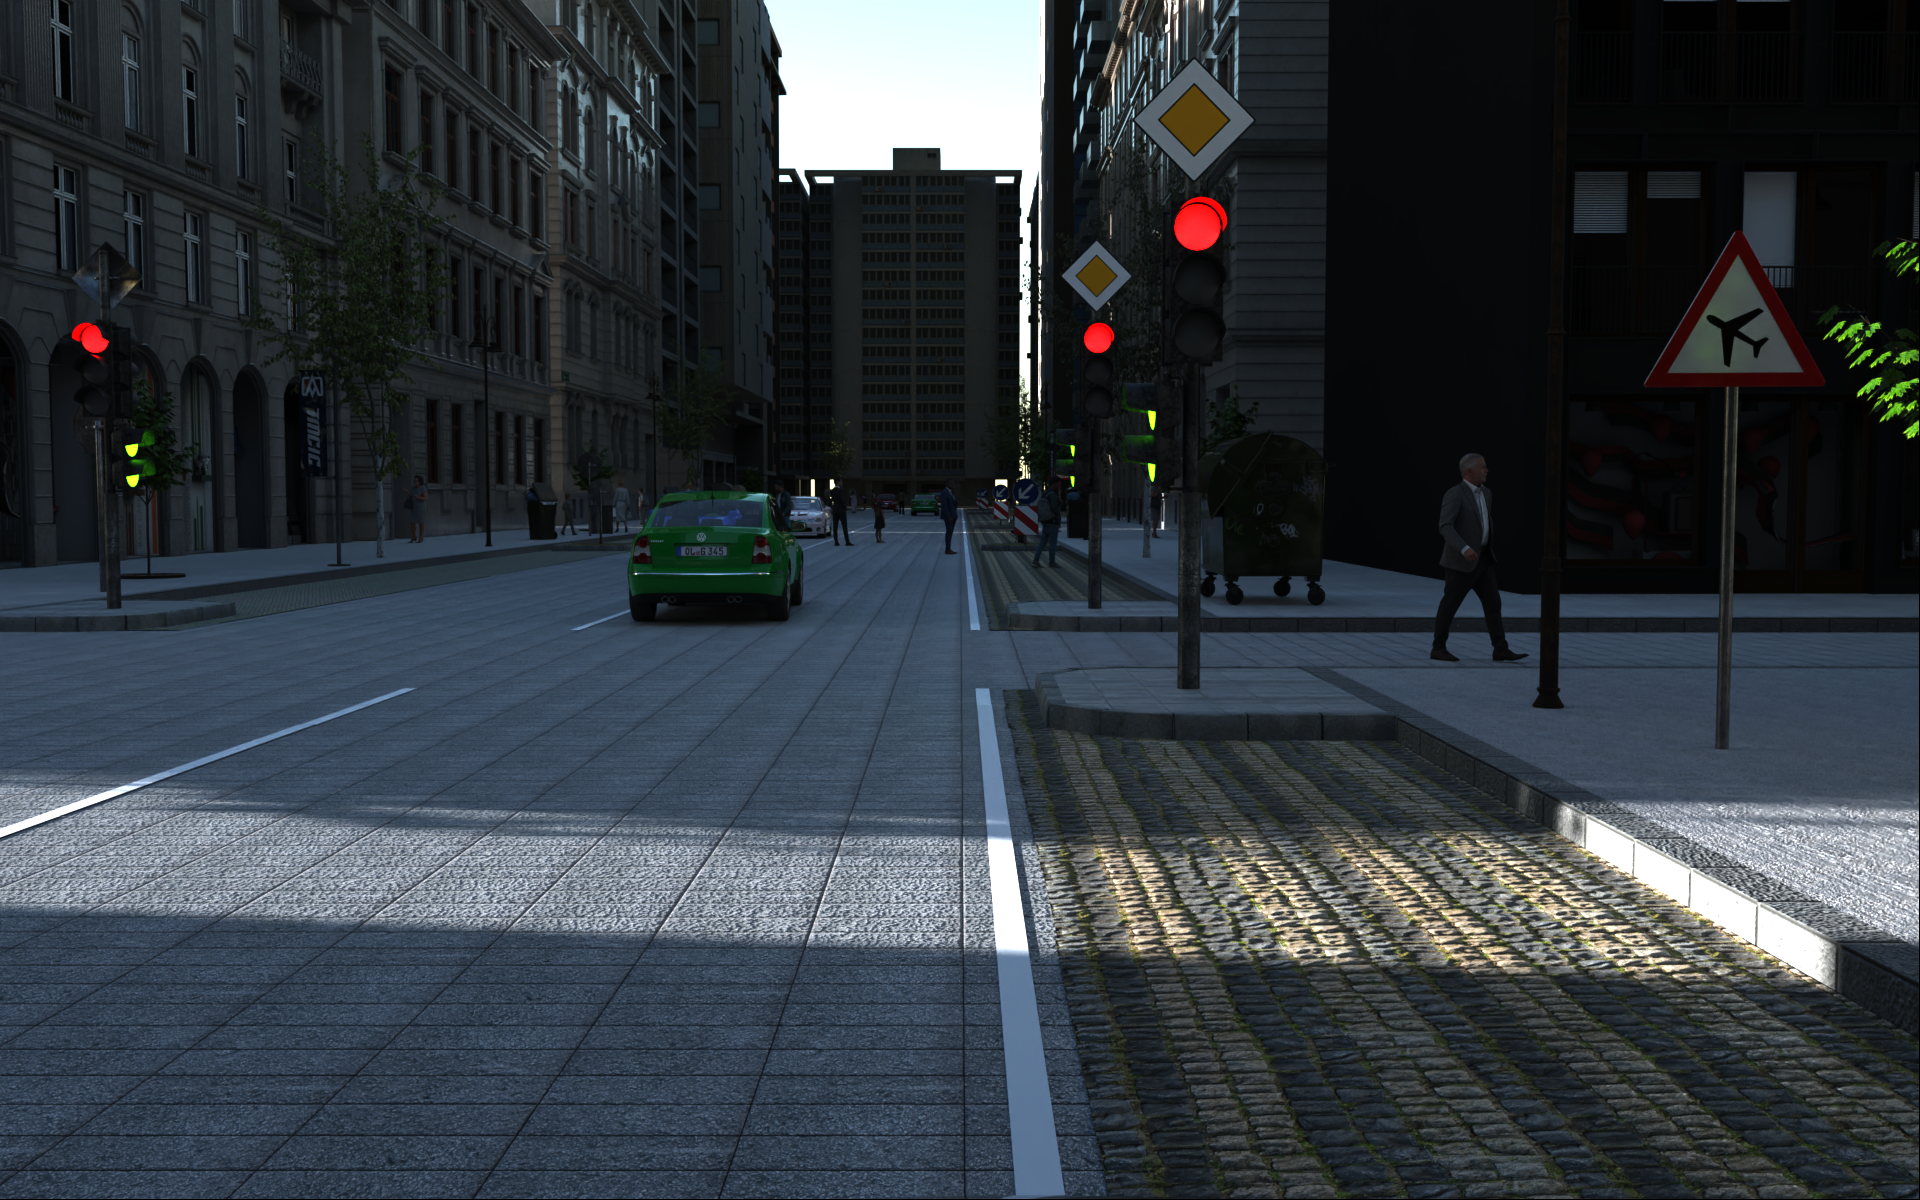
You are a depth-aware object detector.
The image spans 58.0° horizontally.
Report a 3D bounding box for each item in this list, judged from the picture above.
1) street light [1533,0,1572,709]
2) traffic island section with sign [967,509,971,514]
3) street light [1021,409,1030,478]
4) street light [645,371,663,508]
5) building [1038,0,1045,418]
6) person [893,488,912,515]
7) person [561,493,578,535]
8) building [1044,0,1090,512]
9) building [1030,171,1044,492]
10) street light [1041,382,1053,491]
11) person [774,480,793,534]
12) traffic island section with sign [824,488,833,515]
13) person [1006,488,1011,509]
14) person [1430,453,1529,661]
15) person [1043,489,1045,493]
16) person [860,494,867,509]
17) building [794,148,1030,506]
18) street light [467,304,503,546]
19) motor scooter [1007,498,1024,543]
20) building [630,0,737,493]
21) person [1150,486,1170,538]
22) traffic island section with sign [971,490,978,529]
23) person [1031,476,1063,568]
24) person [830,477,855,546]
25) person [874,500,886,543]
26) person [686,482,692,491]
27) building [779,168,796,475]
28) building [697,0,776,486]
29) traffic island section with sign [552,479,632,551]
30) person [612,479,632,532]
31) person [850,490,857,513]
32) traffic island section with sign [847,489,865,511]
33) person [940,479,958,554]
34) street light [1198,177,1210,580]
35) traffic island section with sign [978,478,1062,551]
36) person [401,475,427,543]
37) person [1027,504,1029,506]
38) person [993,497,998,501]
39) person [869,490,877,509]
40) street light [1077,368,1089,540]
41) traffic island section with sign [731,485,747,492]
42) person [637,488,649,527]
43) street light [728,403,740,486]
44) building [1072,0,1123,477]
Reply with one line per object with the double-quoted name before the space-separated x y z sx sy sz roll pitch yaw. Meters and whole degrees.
"street light" 3.543 -2.291 10.253 0.468 5.910 1.993 0 3 0
"traffic island section with sign" 1.564 -6.950 122.265 1.989 1.847 2.006 0 3 0
"street light" 3.547 -7.420 94.112 0.468 5.910 1.993 0 3 0
"street light" -11.460 -5.642 65.032 0.468 5.910 1.993 0 3 0
"building" 20.956 -34.488 153.116 28.713 52.752 27.495 0 3 0
"person" -4.044 -6.847 120.459 1.348 1.823 0.705 1 4 11
"person" -12.216 -2.670 53.968 0.475 1.303 0.640 2 4 29
"building" 13.680 -29.505 132.514 14.600 45.320 14.200 0 3 0
"building" 19.903 -30.850 196.284 23.993 40.220 32.217 0 3 0
"street light" 3.557 -6.039 71.522 0.468 5.910 1.993 0 3 0
"person" -4.395 -2.087 42.970 0.623 1.781 0.721 2 4 34
"traffic island section with sign" -9.163 -6.885 121.197 1.989 1.847 2.006 0 3 0
"person" 3.786 -7.927 136.312 0.551 1.740 0.621 3 4 36
"person" 4.413 -0.358 14.757 0.834 1.777 0.661 3 5 43
"person" 4.347 -5.430 95.626 0.742 1.727 0.445 -1 4 -22
"person" -9.058 -9.221 162.497 0.697 1.427 0.421 0 4 -3
"building" -4.957 -30.892 196.969 23.993 40.220 32.217 0 3 0
"street light" -11.554 -4.251 42.292 0.468 5.910 1.993 0 3 0
"motor scooter" 1.792 -2.336 50.975 0.815 1.314 1.986 0 4 1
"building" -24.418 -40.682 103.406 20.563 71.187 20.611 0 3 0
"person" 5.781 -2.709 50.690 0.532 1.782 0.716 2 4 32
"traffic island section with sign" 1.560 -3.838 71.383 1.989 1.847 2.006 0 3 0
"person" 1.734 -1.488 33.176 0.721 1.781 0.623 -2 4 -35
"person" -3.307 -2.460 48.080 0.648 1.900 0.474 3 4 37
"person" -2.356 -2.311 50.956 0.373 1.253 0.362 -3 5 -43
"person" -11.506 -4.103 73.472 0.624 1.780 0.694 0 4 -2
"building" -28.950 -30.842 196.144 23.993 40.220 32.217 0 3 0
"building" -28.510 -32.950 127.977 28.713 52.752 27.495 0 3 0
"traffic island section with sign" -9.182 -2.166 44.041 1.989 1.847 2.006 0 3 0
"person" -11.342 -3.148 57.872 0.694 1.780 0.624 -1 4 -22
"person" -7.947 -7.344 129.242 0.551 1.740 0.621 0 4 -2
"traffic island section with sign" -9.144 -8.534 148.152 1.989 1.847 2.006 0 3 0
"person" -0.265 -2.007 41.492 0.419 1.800 0.721 1 4 12
"street light" 3.523 -3.234 25.667 0.468 5.910 1.993 0 3 0
"traffic island section with sign" 1.540 -2.165 44.030 1.989 1.847 2.006 0 3 0
"person" -14.340 -2.387 45.426 0.716 1.782 0.532 1 4 23
"person" 3.782 -5.697 100.018 1.217 1.723 0.721 -2 4 -28
"person" 3.487 -9.755 166.051 0.721 1.766 1.217 2 4 26
"person" -8.208 -9.532 164.352 0.705 1.824 1.348 3 5 41
"street light" 3.527 -4.615 48.249 0.468 5.910 1.993 0 3 0
"traffic island section with sign" -9.171 -3.869 71.880 1.989 1.847 2.006 0 3 0
"person" -12.369 -3.589 67.313 0.523 1.515 0.503 -2 4 -35
"street light" -11.422 -7.023 87.614 0.468 5.910 1.993 0 3 0
"building" 18.822 -30.000 110.114 23.786 49.044 30.456 0 3 0
